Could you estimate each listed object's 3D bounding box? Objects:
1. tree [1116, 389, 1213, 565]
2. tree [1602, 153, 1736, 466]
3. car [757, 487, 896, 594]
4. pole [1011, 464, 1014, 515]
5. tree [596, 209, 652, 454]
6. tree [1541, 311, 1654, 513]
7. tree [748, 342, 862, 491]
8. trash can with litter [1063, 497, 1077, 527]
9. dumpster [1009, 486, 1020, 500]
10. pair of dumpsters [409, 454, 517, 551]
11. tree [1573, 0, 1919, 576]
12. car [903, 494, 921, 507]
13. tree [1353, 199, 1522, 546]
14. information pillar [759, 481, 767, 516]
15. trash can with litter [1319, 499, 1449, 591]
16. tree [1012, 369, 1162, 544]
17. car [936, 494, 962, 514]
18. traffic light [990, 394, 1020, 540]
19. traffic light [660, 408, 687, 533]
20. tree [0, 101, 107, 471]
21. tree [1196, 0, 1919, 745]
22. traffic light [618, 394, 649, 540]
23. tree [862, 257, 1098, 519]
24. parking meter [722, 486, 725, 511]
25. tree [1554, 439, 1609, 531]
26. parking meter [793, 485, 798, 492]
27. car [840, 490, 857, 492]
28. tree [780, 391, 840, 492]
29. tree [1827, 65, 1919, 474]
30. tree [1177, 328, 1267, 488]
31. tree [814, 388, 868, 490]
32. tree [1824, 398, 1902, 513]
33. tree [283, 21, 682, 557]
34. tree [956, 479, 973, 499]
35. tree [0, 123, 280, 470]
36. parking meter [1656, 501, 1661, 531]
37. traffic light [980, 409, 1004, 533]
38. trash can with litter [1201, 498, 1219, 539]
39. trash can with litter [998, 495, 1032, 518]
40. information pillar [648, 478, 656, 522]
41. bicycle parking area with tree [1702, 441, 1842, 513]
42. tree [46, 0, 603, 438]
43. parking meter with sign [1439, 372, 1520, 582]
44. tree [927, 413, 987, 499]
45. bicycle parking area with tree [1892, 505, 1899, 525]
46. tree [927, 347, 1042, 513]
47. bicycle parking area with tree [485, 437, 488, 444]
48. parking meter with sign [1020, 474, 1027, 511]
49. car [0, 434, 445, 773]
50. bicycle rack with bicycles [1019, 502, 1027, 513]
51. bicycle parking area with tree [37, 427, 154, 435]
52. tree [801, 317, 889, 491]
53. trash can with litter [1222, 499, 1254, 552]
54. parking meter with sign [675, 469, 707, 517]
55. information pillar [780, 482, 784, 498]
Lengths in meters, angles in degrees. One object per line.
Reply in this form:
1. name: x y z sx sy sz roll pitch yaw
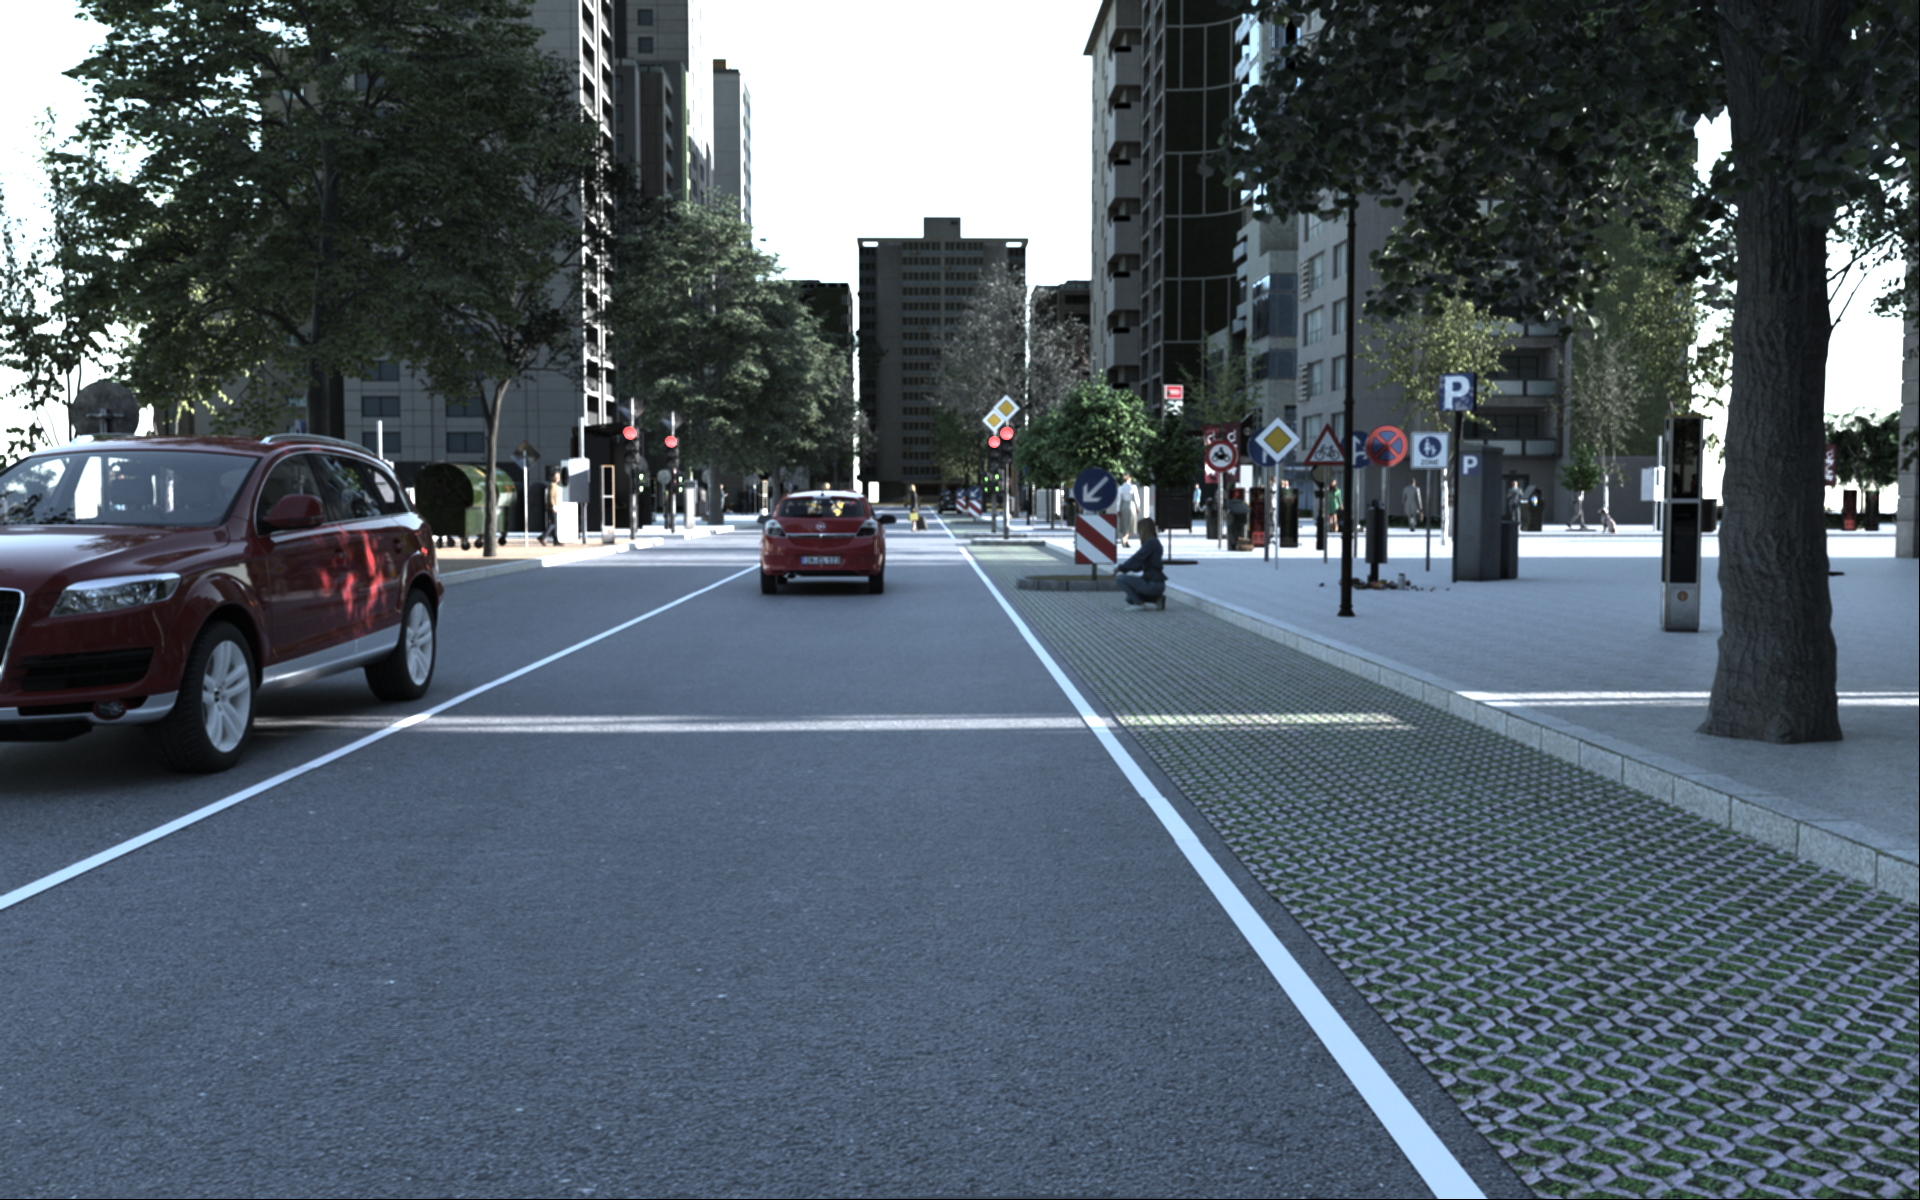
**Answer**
1. tree: 3.886 -2.287 31.997 1.663 3.219 1.824 0 3 0
2. tree: 15.468 -5.286 36.796 4.737 8.622 4.395 0 3 0
3. car: -2.046 -1.062 26.411 2.155 1.783 4.494 0 4 -3
4. pole: 3.185 -6.785 104.779 0.158 3.312 0.155 0 3 0
5. tree: -10.127 -10.108 71.929 9.857 13.997 8.962 0 3 0
6. tree: 25.551 -7.241 68.756 4.360 8.622 3.978 0 3 0
7. tree: -11.865 -13.359 128.797 12.009 13.543 11.850 0 3 0
8. trash can with litter: 4.544 -3.467 68.075 1.055 1.170 0.624 -3 5 -44
9. dumpster: 3.831 -7.552 129.240 1.264 1.857 1.865 0 4 -1
10. pair of dumpsters: -11.768 -2.360 41.080 1.574 2.255 4.437 0 4 -1
11. tree: 13.331 -6.216 27.393 9.928 11.665 9.643 0 3 0
12. car: -5.302 -11.117 191.985 2.015 1.641 3.980 0 4 -1
13. tree: 11.876 -5.643 42.628 4.737 8.622 4.395 0 3 0
14. information pillar: -10.800 -5.542 95.101 0.304 2.012 0.304 3 5 40
15. trash can with litter: 5.827 -0.792 24.007 1.678 1.210 2.233 1 4 9
16. tree: 3.702 -3.763 45.235 4.285 4.588 4.351 0 3 0
17. car: -0.757 -7.198 127.466 2.009 1.686 4.222 0 4 -3
18. traffic light: 1.283 -3.665 48.836 0.839 4.253 0.868 0 4 -1
19. traffic light: -9.363 -4.137 56.558 0.839 4.253 0.868 0 4 -1
20. tree: -16.763 -4.997 32.069 4.737 8.622 4.395 0 3 0
21. tree: 4.417 -6.244 8.747 9.857 13.997 8.962 0 3 0
22. traffic light: -9.175 -3.649 48.575 0.839 4.253 0.868 0 4 -1
23. tree: 2.855 -10.978 89.857 12.009 13.543 11.850 0 3 0
24. parking meter: -16.271 -6.896 118.453 0.399 1.863 0.255 3 4 38
25. tree: 21.663 -4.024 60.401 1.663 3.219 1.824 0 3 0
26. parking meter: -10.539 -6.439 110.993 0.255 1.863 0.399 0 4 -2
27. car: -9.424 -8.369 145.512 2.281 1.827 5.304 0 4 -1
28. tree: -11.064 -10.026 114.291 4.360 8.622 3.978 0 3 0
29. tree: 12.121 -4.254 19.920 4.360 8.622 3.978 0 3 0
30. tree: 11.631 -7.689 76.078 4.737 8.622 4.395 0 3 0
31. tree: -12.460 -14.512 163.019 9.928 11.665 9.643 0 3 0
32. tree: 55.839 -8.437 100.850 11.467 7.101 20.602 -1 4 -13
33. tree: -9.604 -6.131 34.657 8.767 10.594 7.601 0 4 -1
34. tree: 0.709 -12.055 191.707 1.663 3.219 1.824 0 3 0
35. tree: -16.986 -5.315 37.264 4.737 8.622 4.395 0 3 0
36. parking meter: 24.691 -3.379 60.961 0.255 1.863 0.399 2 4 35
37. traffic light: 1.095 -4.153 56.819 0.839 4.253 0.868 0 4 -1
38. trash can with litter: 7.388 -2.296 48.926 1.055 1.170 0.624 -1 4 -20
39. trash can with litter: 3.171 -5.062 93.827 2.233 1.210 1.678 -3 4 -36
40. information pillar: -14.087 -4.572 79.242 0.304 2.012 0.304 -1 4 -18
41. bicycle parking area with tree: 42.553 -6.511 93.462 8.231 4.147 9.016 0 4 6
42. tree: -8.884 -6.526 24.821 7.486 12.596 7.792 0 3 0
43. parking meter with sign: 7.736 -1.799 25.669 0.543 3.016 1.738 3 5 42
44. tree: -0.166 -17.145 198.441 7.486 12.596 7.792 0 3 0
45. bicycle parking area with tree: 41.843 -4.921 67.455 9.016 4.147 8.231 -1 4 -22
46. tree: 1.782 -11.849 119.491 9.928 11.665 9.643 0 3 0
47. bicycle parking area with tree: -21.258 -6.056 86.018 8.231 4.147 9.016 2 4 31
48. parking meter with sign: 4.821 -8.286 131.741 0.543 3.016 1.738 -1 4 -12
49. car: -4.778 -0.117 10.592 2.281 1.827 5.304 0 4 0
50. bicycle rack with bicycles: 5.272 -6.176 114.365 2.925 0.926 2.852 0 4 -6
51. bicycle parking area with tree: -38.168 -5.489 76.741 8.231 4.147 9.016 -3 5 -45
52. tree: -14.174 -19.974 182.467 12.611 20.169 13.585 0 3 0
53. trash can with litter: 6.368 -1.687 38.964 0.624 1.170 1.055 -1 4 -11
54. parking meter with sign: -14.881 -6.085 95.743 1.738 3.016 0.543 0 4 -5
55. information pillar: -11.157 -6.329 107.969 0.304 2.012 0.304 -1 4 -20
